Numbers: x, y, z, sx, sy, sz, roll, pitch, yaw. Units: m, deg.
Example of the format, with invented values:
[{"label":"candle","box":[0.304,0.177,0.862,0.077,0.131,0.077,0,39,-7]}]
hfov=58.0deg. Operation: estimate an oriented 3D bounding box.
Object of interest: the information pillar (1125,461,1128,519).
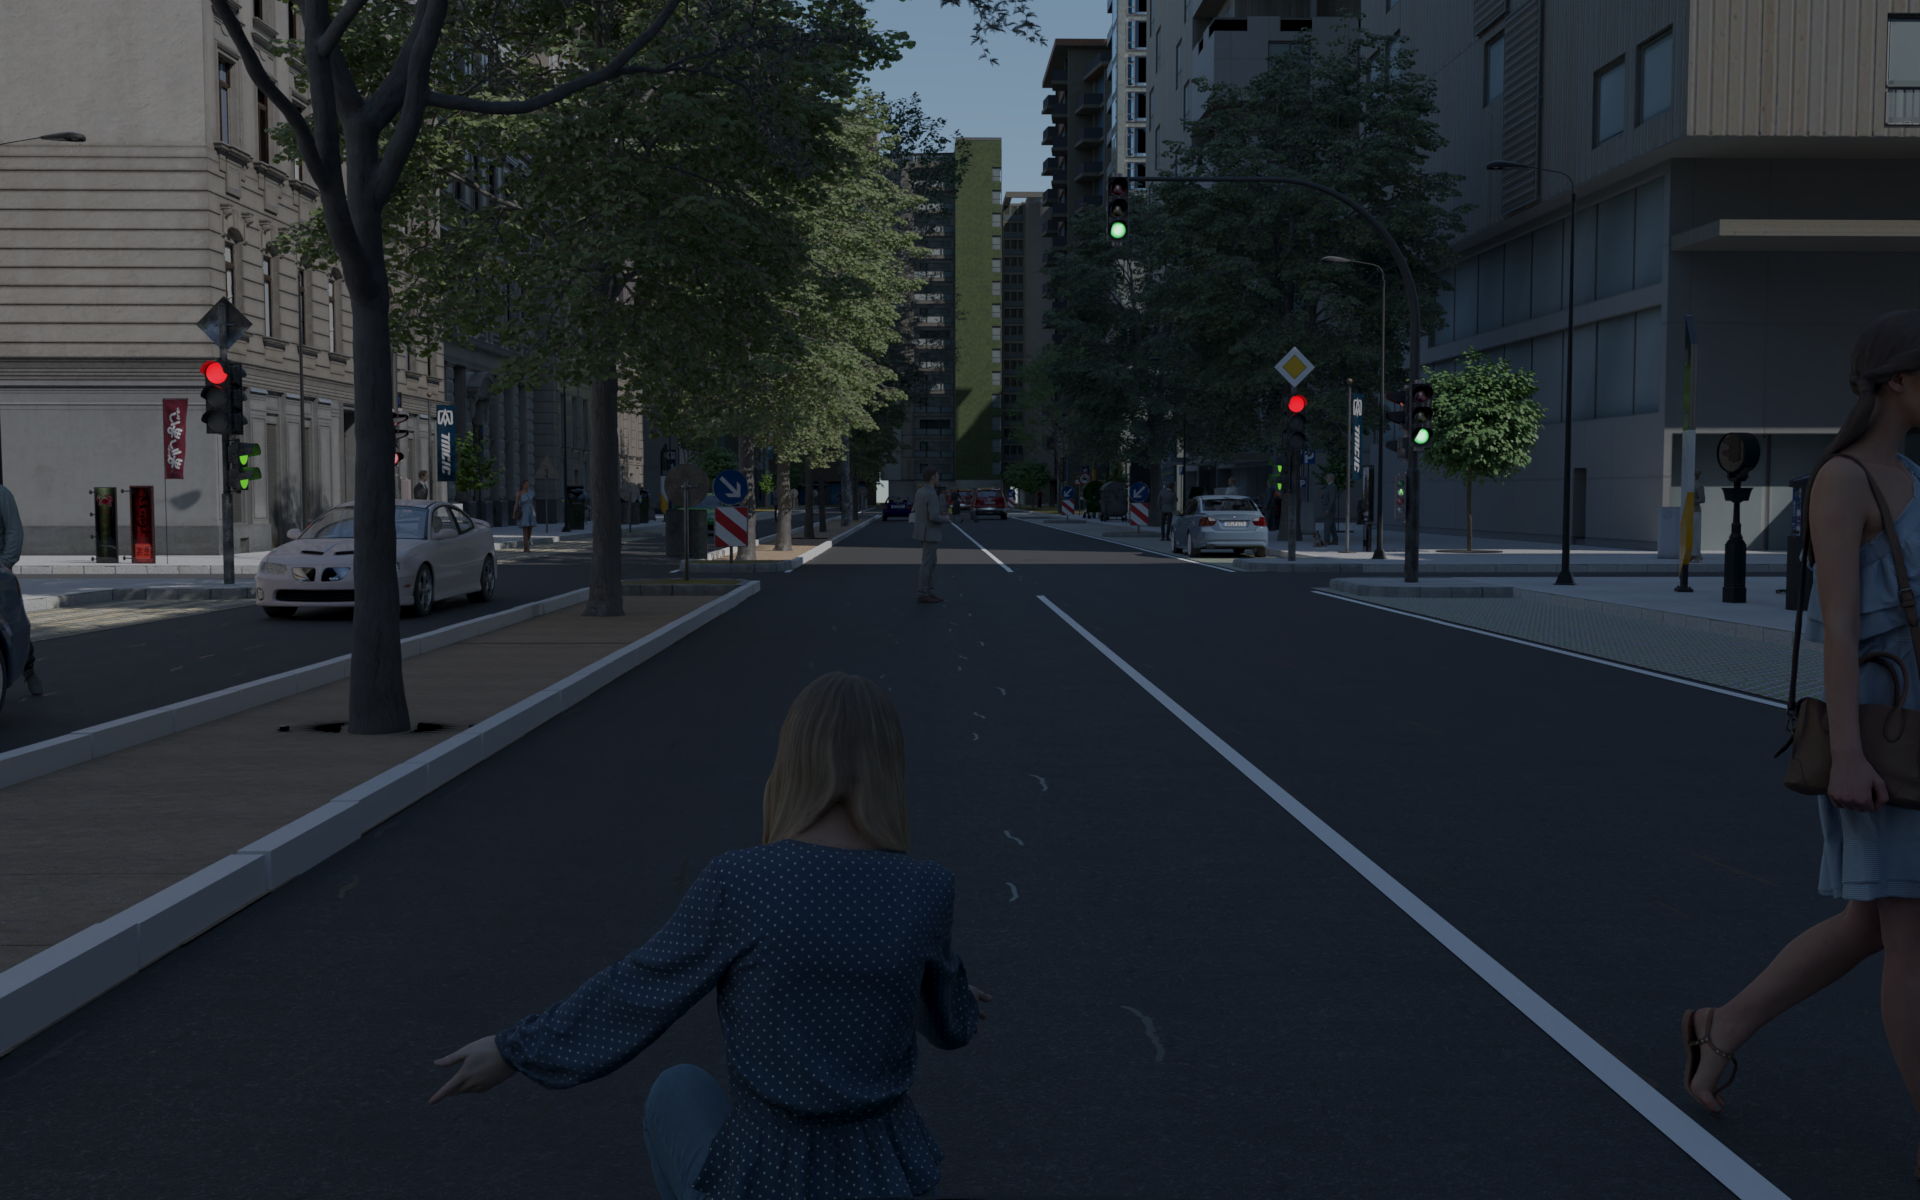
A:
[{"label":"information pillar","box":[8.491,-5.949,88.613,0.183,3.616,0.504,0,4,4]}]

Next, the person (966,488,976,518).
[{"label":"person","box":[0.725,-5.685,101.808,0.716,1.782,0.532,0,4,-3]}]

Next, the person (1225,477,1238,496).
[{"label":"person","box":[8.446,-2.897,53.637,0.641,1.798,0.478,-1,4,-22]}]

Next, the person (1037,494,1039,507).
[{"label":"person","box":[7.566,-9.706,165.286,0.434,1.755,0.990,-1,4,-8]}]

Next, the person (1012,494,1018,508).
[{"label":"person","box":[5.173,-9.627,164.157,1.217,1.735,0.721,3,5,40]}]

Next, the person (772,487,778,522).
[{"label":"person","box":[-9.396,-4.935,89.364,0.592,1.802,0.473,-3,5,-43]}]

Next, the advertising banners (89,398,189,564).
[{"label":"advertising banners","box":[-15.059,-2.178,31.804,2.074,3.025,0.090,1,4,11]}]

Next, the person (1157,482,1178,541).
[{"label":"person","box":[6.318,-2.697,52.776,0.592,1.802,0.473,2,4,35]}]

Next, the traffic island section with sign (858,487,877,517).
[{"label":"traffic island section with sign","box":[-6.095,-6.088,107.677,2.006,1.907,1.989,0,4,-1]}]

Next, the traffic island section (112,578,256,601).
[{"label":"traffic island section","box":[-10.466,-0.152,24.765,2.009,0.180,2.903,0,4,-1]}]

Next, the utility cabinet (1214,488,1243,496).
[{"label":"utility cabinet","box":[9.338,-3.157,60.297,0.318,1.500,1.173,-2,4,-33]}]

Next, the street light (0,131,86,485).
[{"label":"street light","box":[-11.897,-3.045,22.331,1.470,5.913,1.316,0,4,-1]}]

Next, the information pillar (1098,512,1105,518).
[{"label":"information pillar","box":[7.573,-5.390,92.620,0.304,2.012,0.304,-1,4,-15]}]

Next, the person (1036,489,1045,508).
[{"label":"person","box":[7.544,-9.571,162.471,0.705,1.831,1.348,3,5,39]}]

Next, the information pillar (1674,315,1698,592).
[{"label":"information pillar","box":[9.492,-1.909,22.569,0.183,3.616,0.504,1,4,14]}]

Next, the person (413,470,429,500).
[{"label":"person","box":[-12.770,-2.169,41.283,0.755,1.850,0.659,0,4,1]}]

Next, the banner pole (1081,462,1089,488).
[{"label":"banner pole","box":[7.657,-6.952,103.674,0.863,3.779,0.401,1,4,18]}]

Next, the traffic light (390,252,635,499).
[{"label":"traffic light","box":[-8.534,-3.549,32.700,4.771,5.953,1.251,0,4,-1]}]

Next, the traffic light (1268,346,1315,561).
[{"label":"traffic light","box":[6.333,-2.699,33.047,0.839,4.253,0.868,0,4,-1]}]

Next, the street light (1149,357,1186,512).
[{"label":"street light","box":[7.107,-5.286,58.972,1.470,5.913,1.316,0,4,-1]}]

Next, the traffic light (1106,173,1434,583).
[{"label":"traffic light","box":[4.441,-3.071,24.871,4.771,5.953,1.251,0,4,-1]}]

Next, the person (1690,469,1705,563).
[{"label":"person","box":[13.731,-1.586,32.517,0.362,1.759,0.519,0,4,-1]}]

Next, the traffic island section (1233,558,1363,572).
[{"label":"traffic island section","box":[6.373,-0.665,33.162,2.009,0.180,2.903,0,4,-1]}]

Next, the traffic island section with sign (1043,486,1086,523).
[{"label":"traffic island section with sign","box":[5.099,-4.653,84.700,1.989,1.847,2.006,0,4,-1]}]

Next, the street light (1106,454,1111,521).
[{"label":"street light","box":[6.554,-6.773,83.277,1.470,5.913,1.316,0,4,-1]}]

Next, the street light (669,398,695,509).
[{"label":"street light","box":[-13.270,-6.727,82.528,1.470,5.913,1.316,0,4,-1]}]

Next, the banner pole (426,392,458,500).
[{"label":"banner pole","box":[-12.830,-3.224,42.730,0.863,3.779,0.401,-2,4,-33]}]

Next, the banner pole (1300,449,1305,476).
[{"label":"banner pole","box":[14.970,-5.256,75.944,0.401,3.779,0.863,3,4,36]}]

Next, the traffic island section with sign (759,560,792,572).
[{"label":"traffic island section with sign","box":[-4.232,-1.494,32.562,2.006,1.907,1.989,0,4,-1]}]

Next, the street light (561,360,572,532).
[{"label":"street light","box":[-12.733,-5.240,58.222,1.470,5.913,1.316,0,4,-1]}]

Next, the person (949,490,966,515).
[{"label":"person","box":[-0.186,-6.756,119.748,1.217,1.735,0.721,-1,4,-12]}]

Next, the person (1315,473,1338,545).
[{"label":"person","box":[9.233,-2.286,43.588,0.590,1.801,0.661,1,4,12]}]

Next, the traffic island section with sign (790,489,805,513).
[{"label":"traffic island section with sign","box":[-12.844,-7.698,134.484,1.989,1.847,2.006,0,4,-1]}]

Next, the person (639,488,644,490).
[{"label":"person","box":[-15.959,-4.884,86.144,0.600,1.795,0.529,1,4,15]}]

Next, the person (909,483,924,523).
[{"label":"person","box":[-1.268,-2.844,55.354,0.694,1.780,0.624,-1,4,-12]}]

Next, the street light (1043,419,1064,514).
[{"label":"street light","box":[5.886,-8.276,107.851,1.470,5.913,1.316,0,4,-1]}]

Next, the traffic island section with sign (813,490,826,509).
[{"label":"traffic island section with sign","box":[-13.527,-9.363,161.708,1.989,1.847,2.006,0,4,-1]}]

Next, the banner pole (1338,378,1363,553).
[{"label":"banner pole","box":[8.577,-2.920,37.761,0.401,3.779,0.863,3,5,41]}]

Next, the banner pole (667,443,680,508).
[{"label":"banner pole","box":[-14.133,-5.855,85.750,0.863,3.779,0.401,0,4,3]}]

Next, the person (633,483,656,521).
[{"label":"person","box":[-15.216,-4.694,83.006,0.699,1.804,1.509,-3,4,-37]}]

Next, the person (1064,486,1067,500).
[{"label":"person","box":[6.811,-6.487,112.062,0.705,1.831,1.348,0,4,8]}]

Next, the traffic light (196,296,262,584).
[{"label":"traffic light","box":[-10.426,-2.184,24.631,0.839,4.253,0.868,0,4,-1]}]

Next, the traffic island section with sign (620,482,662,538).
[{"label":"traffic island section with sign","box":[-10.944,-2.980,57.352,1.989,1.847,2.006,0,4,-1]}]

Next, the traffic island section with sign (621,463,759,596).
[{"label":"traffic island section with sign","box":[-4.059,-1.041,25.156,2.006,1.907,1.989,0,4,-1]}]

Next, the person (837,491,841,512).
[{"label":"person","box":[-9.540,-8.018,140.425,1.217,1.723,0.721,-3,5,-44]}]

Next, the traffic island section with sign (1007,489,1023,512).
[{"label":"traffic island section with sign","box":[3.856,-7.726,134.941,1.989,1.847,2.006,0,4,-1]}]

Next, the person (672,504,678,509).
[{"label":"person","box":[-14.892,-5.152,90.627,0.601,1.785,0.444,-1,4,-16]}]

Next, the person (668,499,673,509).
[{"label":"person","box":[-14.922,-5.067,89.012,0.709,1.813,0.853,0,4,7]}]

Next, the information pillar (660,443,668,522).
[{"label":"information pillar","box":[-13.572,-5.389,79.462,0.183,3.616,0.504,1,4,21]}]

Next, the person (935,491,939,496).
[{"label":"person","box":[-2.246,-9.336,161.967,1.217,1.723,0.721,0,4,-4]}]

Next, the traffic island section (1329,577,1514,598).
[{"label":"traffic island section","box":[6.570,-0.177,25.179,2.009,0.180,2.903,0,4,-1]}]

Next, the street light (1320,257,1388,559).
[{"label":"street light","box":[7.746,-3.762,34.044,1.470,5.913,1.316,0,4,-1]}]

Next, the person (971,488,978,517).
[{"label":"person","box":[0.882,-5.978,106.338,0.679,1.850,0.850,3,5,39]}]

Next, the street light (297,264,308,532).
[{"label":"street light","box":[-12.095,-3.714,33.273,1.470,5.913,1.316,0,4,-1]}]

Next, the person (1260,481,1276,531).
[{"label":"person","box":[10.632,-3.284,59.907,0.590,1.801,0.661,2,4,25]}]

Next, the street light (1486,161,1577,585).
[{"label":"street light","box":[8.020,-3.166,24.309,1.470,5.913,1.316,0,4,-1]}]

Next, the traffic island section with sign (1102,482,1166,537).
[{"label":"traffic island section with sign","box":[5.770,-3.005,57.753,1.989,1.847,2.006,0,4,-1]}]
